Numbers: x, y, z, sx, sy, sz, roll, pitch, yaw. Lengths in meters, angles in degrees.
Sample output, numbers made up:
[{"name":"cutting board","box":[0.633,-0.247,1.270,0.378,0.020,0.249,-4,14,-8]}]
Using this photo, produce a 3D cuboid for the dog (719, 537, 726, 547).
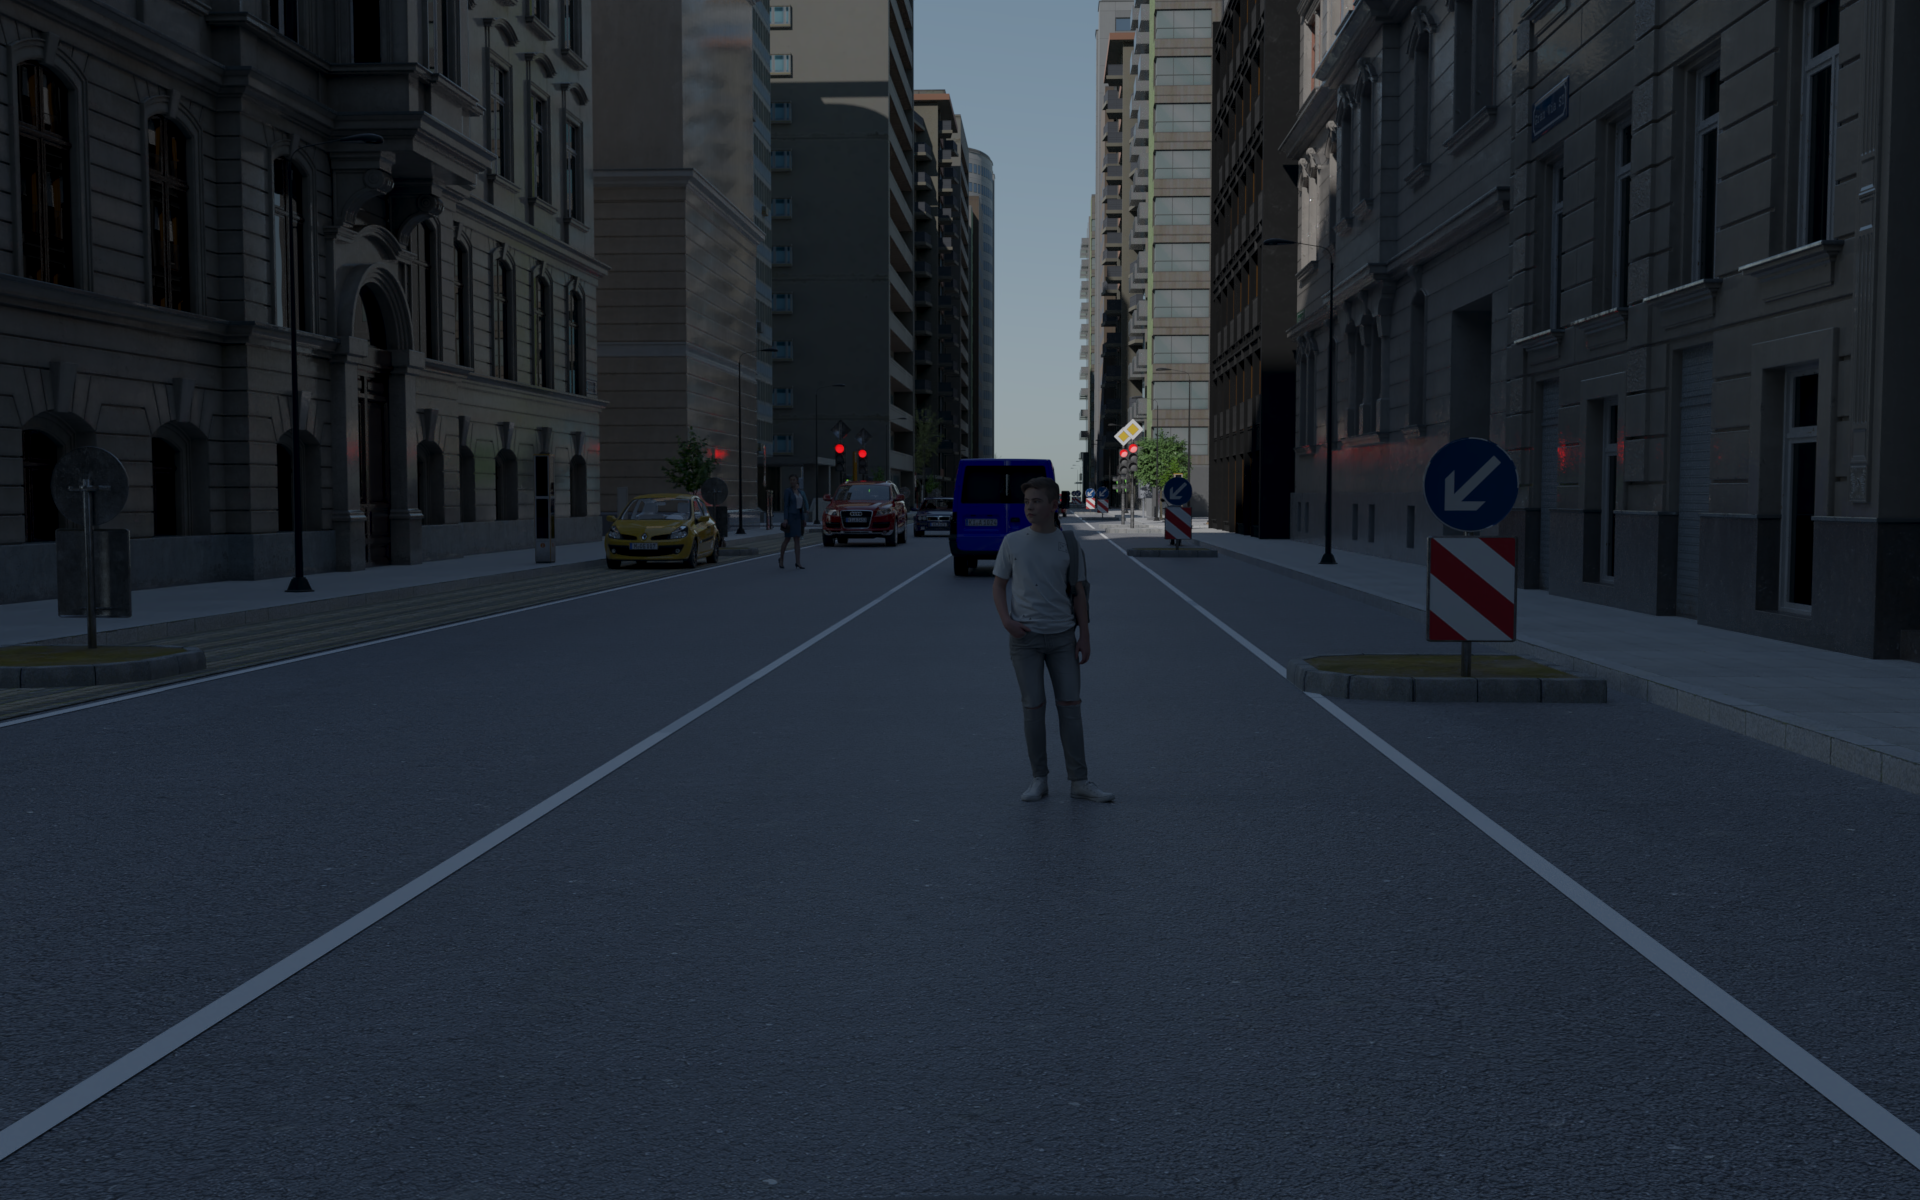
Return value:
[{"name":"dog","box":[-6.079,-1.693,44.516,0.513,0.831,0.800,2,4,34]}]

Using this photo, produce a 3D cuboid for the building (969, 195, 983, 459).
[{"name":"building","box":[-3.873,-36.856,252.704,14.600,45.320,14.200,0,4,3]}]

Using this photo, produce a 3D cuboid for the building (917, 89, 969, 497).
[{"name":"building","box":[-10.032,-35.978,211.948,21.300,48.544,21.600,0,4,3]}]

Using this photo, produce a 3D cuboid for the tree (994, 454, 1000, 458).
[{"name":"tree","box":[5.828,-21.874,307.999,4.360,8.622,3.978,0,3,0]}]

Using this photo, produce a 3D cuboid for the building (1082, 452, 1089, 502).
[{"name":"building","box":[29.862,-57.873,258.887,22.319,86.520,31.000,0,4,3]}]

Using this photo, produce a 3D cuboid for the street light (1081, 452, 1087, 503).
[{"name":"street light","box":[14.442,-13.423,192.014,1.470,5.913,1.316,0,4,3]}]

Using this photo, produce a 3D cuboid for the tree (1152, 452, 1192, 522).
[{"name":"tree","box":[9.793,-5.144,78.699,1.663,3.219,1.824,0,3,0]}]

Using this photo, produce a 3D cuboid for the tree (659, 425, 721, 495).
[{"name":"tree","box":[-7.608,-3.300,48.550,1.663,3.219,1.824,0,3,0]}]

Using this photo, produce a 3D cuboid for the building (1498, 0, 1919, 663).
[{"name":"building","box":[12.664,-13.100,11.451,12.463,27.353,25.104,0,4,3]}]

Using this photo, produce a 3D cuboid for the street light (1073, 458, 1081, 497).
[{"name":"street light","box":[16.909,-16.508,242.450,1.470,5.913,1.316,0,4,3]}]

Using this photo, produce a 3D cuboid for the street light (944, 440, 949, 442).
[{"name":"street light","box":[-1.647,-10.830,149.611,1.470,5.913,1.316,0,4,3]}]

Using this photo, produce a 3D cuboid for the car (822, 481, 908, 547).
[{"name":"car","box":[-2.644,-2.462,48.928,2.281,1.827,5.304,0,4,3]}]

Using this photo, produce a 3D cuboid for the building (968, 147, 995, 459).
[{"name":"building","box":[-5.139,-45.706,289.297,21.231,58.520,28.212,0,4,3]}]

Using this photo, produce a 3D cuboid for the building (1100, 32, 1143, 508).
[{"name":"building","box":[24.645,-31.156,164.028,22.147,44.769,28.867,0,4,3]}]

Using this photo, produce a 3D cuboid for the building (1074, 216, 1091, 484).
[{"name":"building","box":[31.286,-41.044,290.669,23.786,49.044,30.456,0,4,3]}]

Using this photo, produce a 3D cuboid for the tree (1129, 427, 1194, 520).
[{"name":"tree","box":[10.562,-6.531,90.489,4.285,4.588,4.351,0,3,0]}]

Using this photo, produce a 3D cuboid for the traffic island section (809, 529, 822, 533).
[{"name":"traffic island section","box":[-4.513,-2.634,65.349,2.009,0.180,2.903,0,4,3]}]

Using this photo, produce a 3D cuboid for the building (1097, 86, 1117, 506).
[{"name":"building","box":[22.210,-32.807,186.508,14.600,45.320,14.200,0,4,3]}]

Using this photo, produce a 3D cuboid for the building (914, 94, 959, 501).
[{"name":"building","box":[-11.565,-32.556,186.921,22.147,44.769,28.867,0,4,3]}]

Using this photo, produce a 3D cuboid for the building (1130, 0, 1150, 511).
[{"name":"building","box":[24.326,-31.285,131.114,23.786,49.044,30.456,0,4,3]}]

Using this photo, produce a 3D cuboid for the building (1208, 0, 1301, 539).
[{"name":"building","box":[15.023,-13.834,55.867,12.332,23.373,15.834,0,4,3]}]

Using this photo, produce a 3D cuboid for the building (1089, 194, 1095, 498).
[{"name":"building","box":[24.825,-33.892,237.724,14.154,41.232,14.086,0,4,3]}]

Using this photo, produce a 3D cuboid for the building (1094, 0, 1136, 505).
[{"name":"building","box":[26.731,-40.724,207.840,21.231,58.520,28.212,0,4,3]}]

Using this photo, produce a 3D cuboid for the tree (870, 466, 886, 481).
[{"name":"tree","box":[-5.040,-7.020,109.377,1.663,3.219,1.824,0,3,0]}]

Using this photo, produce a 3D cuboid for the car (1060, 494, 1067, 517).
[{"name":"car","box":[5.824,-6.117,109.048,2.155,1.783,4.494,0,4,4]}]

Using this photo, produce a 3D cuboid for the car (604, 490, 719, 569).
[{"name":"car","box":[-5.878,-1.475,34.347,2.015,1.641,3.980,0,4,1]}]

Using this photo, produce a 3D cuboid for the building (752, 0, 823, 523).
[{"name":"building","box":[-22.414,-24.042,84.975,32.217,40.220,23.993,0,4,3]}]

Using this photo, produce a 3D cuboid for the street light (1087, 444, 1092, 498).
[{"name":"street light","box":[12.700,-11.412,159.123,1.470,5.913,1.316,0,4,3]}]

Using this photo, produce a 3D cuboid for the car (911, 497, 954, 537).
[{"name":"car","box":[-0.664,-2.848,59.139,1.945,1.354,3.894,0,4,2]}]

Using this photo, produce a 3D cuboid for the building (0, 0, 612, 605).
[{"name":"building","box":[-15.723,-12.882,29.699,14.460,24.649,34.723,0,4,3]}]

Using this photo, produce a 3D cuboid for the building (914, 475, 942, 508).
[{"name":"building","box":[-18.062,-28.691,160.975,32.217,40.220,23.993,0,4,3]}]

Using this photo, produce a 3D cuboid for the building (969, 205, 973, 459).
[{"name":"building","box":[-5.550,-33.956,238.779,14.154,41.232,14.086,0,4,3]}]

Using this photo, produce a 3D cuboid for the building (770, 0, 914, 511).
[{"name":"building","box":[-14.641,-30.409,120.882,21.300,48.544,21.600,0,4,3]}]

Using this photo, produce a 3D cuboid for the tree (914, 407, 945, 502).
[{"name":"tree","box":[-3.320,-11.783,143.011,4.737,8.622,4.395,0,3,0]}]

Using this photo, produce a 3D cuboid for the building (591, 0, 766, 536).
[{"name":"building","box":[-17.527,-16.669,58.448,20.117,28.700,13.634,0,4,3]}]

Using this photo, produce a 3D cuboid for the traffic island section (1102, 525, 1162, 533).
[{"name":"traffic island section","box":[6.464,-2.600,64.787,2.009,0.180,2.903,0,4,3]}]

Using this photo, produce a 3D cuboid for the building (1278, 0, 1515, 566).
[{"name":"building","box":[14.792,-15.190,35.745,14.401,28.519,23.554,0,4,3]}]

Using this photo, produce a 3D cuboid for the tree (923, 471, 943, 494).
[{"name":"tree","box":[-2.363,-9.317,146.932,1.663,3.219,1.824,0,3,0]}]

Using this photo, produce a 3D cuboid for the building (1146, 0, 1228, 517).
[{"name":"building","box":[17.996,-25.555,101.421,14.154,41.232,14.086,0,4,3]}]

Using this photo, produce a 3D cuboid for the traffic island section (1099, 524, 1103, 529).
[{"name":"traffic island section","box":[6.870,-3.088,72.761,2.009,0.180,2.903,0,4,3]}]
